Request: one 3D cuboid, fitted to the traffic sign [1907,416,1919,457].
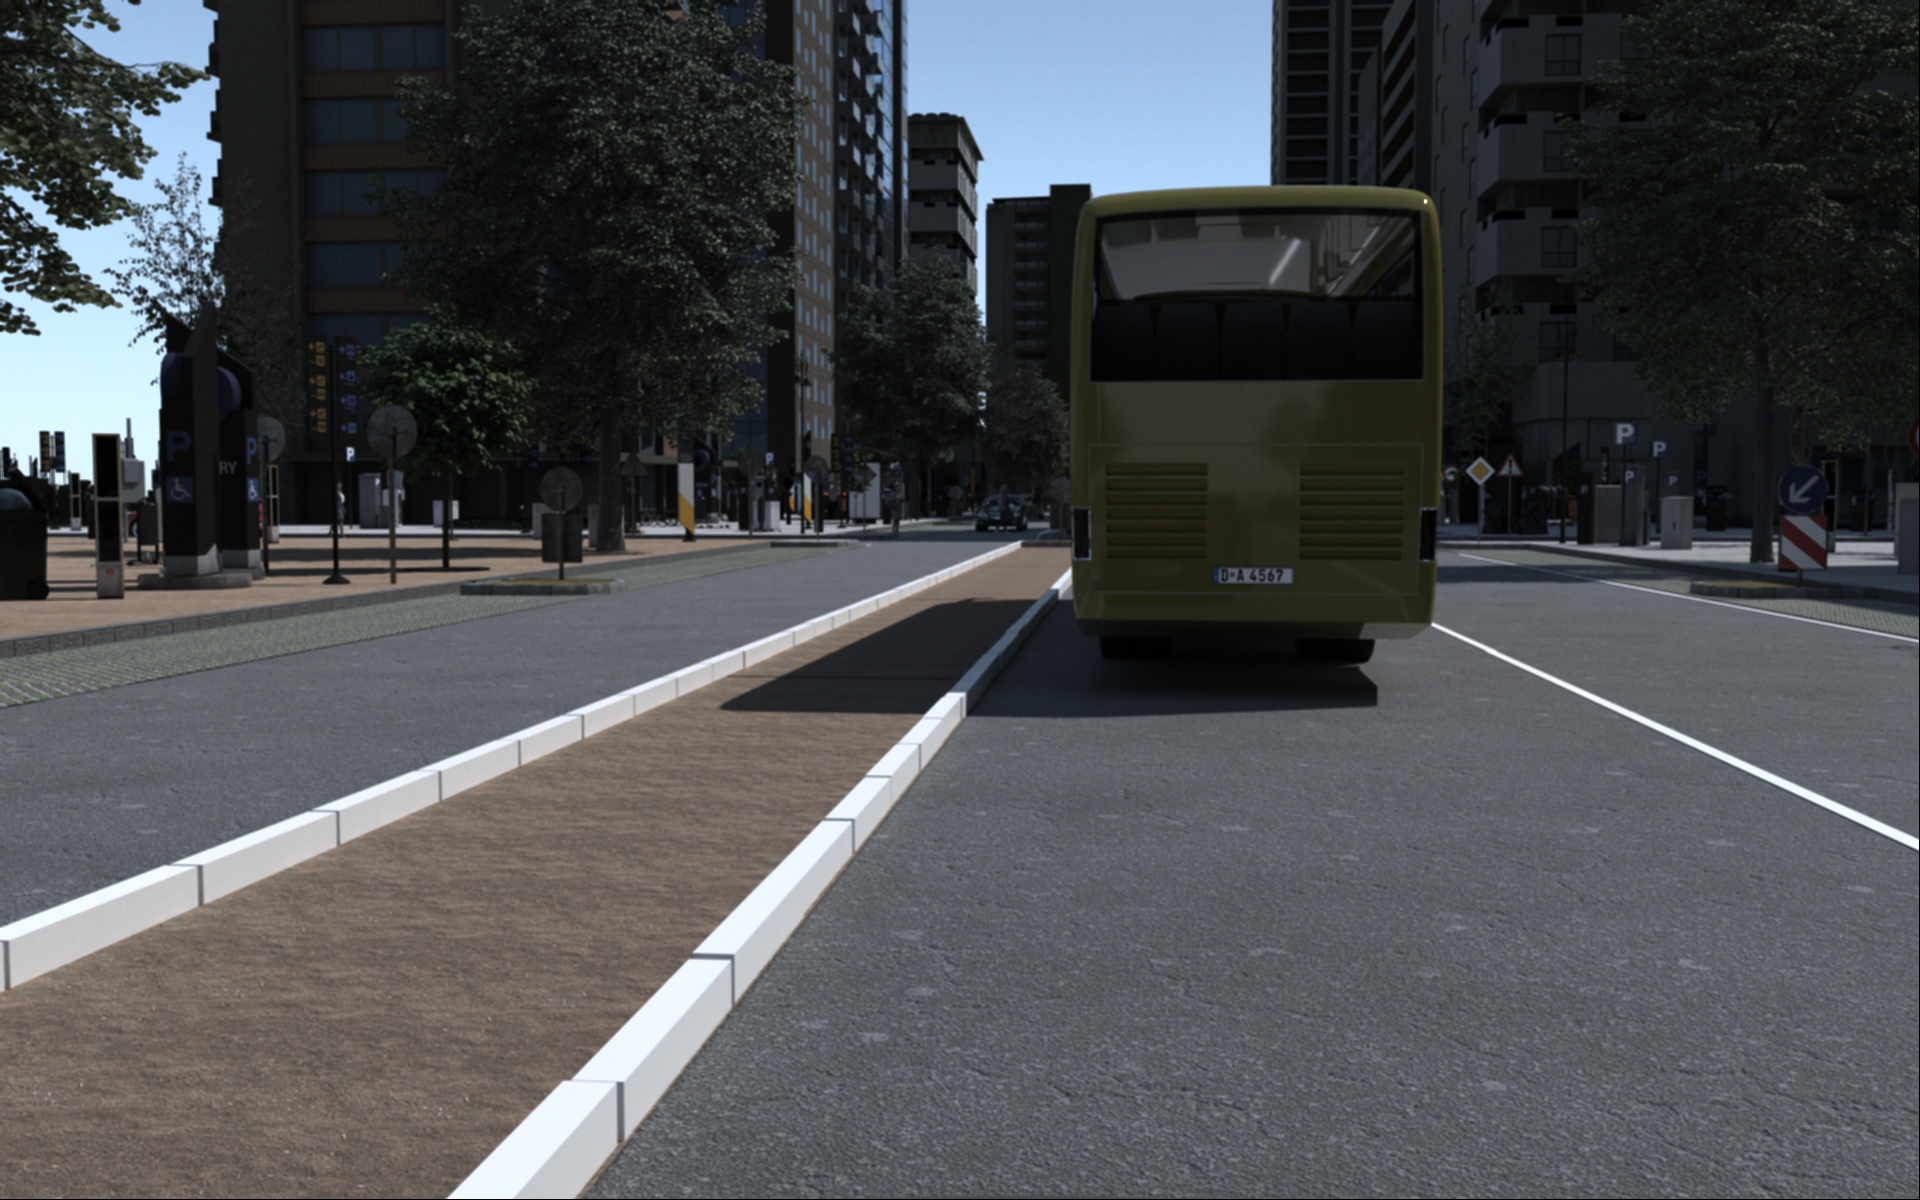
[{"bbox_3d":[14.979,-1.627,26.704,0.768,2.556,0.104,1,4,10],"label":"traffic sign"}]

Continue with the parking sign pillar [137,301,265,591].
[{"bbox_3d":[-10.481,-2.150,23.619,1.447,3.967,1.447,-1,4,-9],"label":"parking sign pillar"}]

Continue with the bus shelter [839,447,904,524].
[{"bbox_3d":[-3.859,-5.056,76.597,2.014,3.302,5.546,0,4,6],"label":"bus shelter"}]

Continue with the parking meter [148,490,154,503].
[{"bbox_3d":[-52.295,-6.335,111.983,0.372,1.533,0.369,0,3,0],"label":"parking meter"}]

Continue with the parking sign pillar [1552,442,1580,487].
[{"bbox_3d":[31.241,-6.169,89.334,1.447,3.967,1.447,1,4,11],"label":"parking sign pillar"}]

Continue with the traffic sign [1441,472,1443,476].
[{"bbox_3d":[14.534,-3.056,53.609,0.795,2.450,0.064,0,4,6],"label":"traffic sign"}]

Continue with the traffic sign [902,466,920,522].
[{"bbox_3d":[-2.271,-4.871,79.644,0.884,2.594,0.081,1,4,14],"label":"traffic sign"}]

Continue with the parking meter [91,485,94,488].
[{"bbox_3d":[-55.942,-6.485,111.739,0.399,1.863,0.255,3,5,41],"label":"parking meter"}]

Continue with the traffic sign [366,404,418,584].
[{"bbox_3d":[-8.090,-1.501,24.651,0.768,2.556,0.104,0,4,7],"label":"traffic sign"}]

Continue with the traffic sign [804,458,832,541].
[{"bbox_3d":[-3.898,-2.685,47.536,0.795,2.450,0.064,0,4,6],"label":"traffic sign"}]

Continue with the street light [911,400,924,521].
[{"bbox_3d":[-2.079,-6.788,83.765,0.468,5.910,1.993,0,4,6],"label":"street light"}]

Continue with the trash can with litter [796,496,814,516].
[{"bbox_3d":[-9.216,-5.621,103.291,1.055,1.170,0.624,-2,4,-24],"label":"trash can with litter"}]

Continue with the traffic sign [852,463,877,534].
[{"bbox_3d":[-3.061,-3.170,55.477,0.795,2.450,0.064,0,4,6],"label":"traffic sign"}]

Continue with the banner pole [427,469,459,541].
[{"bbox_3d":[-14.296,-3.533,47.783,0.863,3.779,0.401,-1,4,-11],"label":"banner pole"}]

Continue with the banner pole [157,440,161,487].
[{"bbox_3d":[-32.481,-4.944,70.849,0.863,3.779,0.401,2,4,25],"label":"banner pole"}]

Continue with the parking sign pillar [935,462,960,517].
[{"bbox_3d":[-0.718,-6.751,98.850,1.447,3.967,1.447,0,4,5],"label":"parking sign pillar"}]

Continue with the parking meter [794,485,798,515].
[{"bbox_3d":[-10.261,-6.253,107.948,0.255,1.863,0.399,-1,4,-9],"label":"parking meter"}]

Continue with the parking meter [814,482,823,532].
[{"bbox_3d":[-4.744,-3.203,58.075,0.255,1.863,0.399,-1,4,-17],"label":"parking meter"}]

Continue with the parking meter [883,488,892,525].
[{"bbox_3d":[-3.058,-3.936,72.766,0.372,1.533,0.369,0,3,0],"label":"parking meter"}]

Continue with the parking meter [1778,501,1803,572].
[{"bbox_3d":[13.669,-1.227,28.474,0.372,1.533,0.369,0,3,0],"label":"parking meter"}]

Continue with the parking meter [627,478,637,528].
[{"bbox_3d":[-11.632,-3.405,61.380,0.255,1.863,0.399,-2,4,-24],"label":"parking meter"}]

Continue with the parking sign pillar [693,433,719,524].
[{"bbox_3d":[-11.255,-5.332,75.652,1.447,3.967,1.447,2,4,31],"label":"parking sign pillar"}]

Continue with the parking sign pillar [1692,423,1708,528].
[{"bbox_3d":[27.951,-4.701,65.330,1.447,3.967,1.447,1,4,21],"label":"parking sign pillar"}]

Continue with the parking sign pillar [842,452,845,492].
[{"bbox_3d":[-6.891,-7.456,110.385,1.447,3.967,1.447,-3,4,-38],"label":"parking sign pillar"}]

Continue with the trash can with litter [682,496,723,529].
[{"bbox_3d":[-9.368,-3.287,64.798,2.233,1.210,1.678,0,4,8],"label":"trash can with litter"}]

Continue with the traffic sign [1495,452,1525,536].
[{"bbox_3d":[16.945,-3.264,53.378,0.884,2.594,0.081,1,4,12],"label":"traffic sign"}]

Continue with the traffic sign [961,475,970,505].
[{"bbox_3d":[0.278,-7.094,116.092,0.768,2.556,0.104,1,4,11],"label":"traffic sign"}]

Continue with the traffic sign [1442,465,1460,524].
[{"bbox_3d":[21.181,-4.561,74.680,0.768,2.556,0.104,1,4,13],"label":"traffic sign"}]

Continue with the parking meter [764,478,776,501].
[{"bbox_3d":[-7.116,-3.615,64.816,0.399,1.863,0.255,-3,5,-40],"label":"parking meter"}]

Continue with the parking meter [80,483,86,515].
[{"bbox_3d":[-45.553,-5.140,89.752,0.255,1.863,0.399,1,4,18],"label":"parking meter"}]

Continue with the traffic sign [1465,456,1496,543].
[{"bbox_3d":[13.697,-2.570,45.668,0.795,2.450,0.064,0,4,6],"label":"traffic sign"}]

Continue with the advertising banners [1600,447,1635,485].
[{"bbox_3d":[24.702,-4.219,65.164,2.074,3.025,0.090,-2,4,-33],"label":"advertising banners"}]

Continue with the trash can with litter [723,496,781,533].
[{"bbox_3d":[-6.893,-2.910,58.643,1.678,1.210,2.233,0,4,2],"label":"trash can with litter"}]

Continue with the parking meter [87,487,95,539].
[{"bbox_3d":[-24.638,-2.502,49.315,0.372,1.533,0.369,0,3,0],"label":"parking meter"}]

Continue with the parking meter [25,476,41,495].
[{"bbox_3d":[-13.475,-1.017,25.038,0.372,1.533,0.369,0,3,0],"label":"parking meter"}]

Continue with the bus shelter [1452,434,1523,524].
[{"bbox_3d":[21.412,-4.842,70.447,1.731,3.624,6.357,0,4,6],"label":"bus shelter"}]

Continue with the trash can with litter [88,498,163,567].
[{"bbox_3d":[-15.036,-1.239,31.310,1.678,1.210,2.233,1,4,11],"label":"trash can with litter"}]

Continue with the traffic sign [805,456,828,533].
[{"bbox_3d":[-4.764,-3.502,57.364,0.768,2.556,0.104,1,4,9],"label":"traffic sign"}]

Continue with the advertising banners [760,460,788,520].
[{"bbox_3d":[-9.386,-5.520,86.435,0.090,3.025,2.074,-3,5,-43],"label":"advertising banners"}]

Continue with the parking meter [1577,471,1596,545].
[{"bbox_3d":[15.841,-2.331,43.830,0.255,1.863,0.399,-3,5,-41],"label":"parking meter"}]

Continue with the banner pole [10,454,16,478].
[{"bbox_3d":[-58.646,-7.166,107.174,0.863,3.779,0.401,1,4,13],"label":"banner pole"}]

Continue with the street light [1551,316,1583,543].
[{"bbox_3d":[15.720,-4.417,45.012,0.468,5.910,1.993,0,4,6],"label":"street light"}]

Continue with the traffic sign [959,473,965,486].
[{"bbox_3d":[-0.091,-6.328,103.563,0.768,2.556,0.104,0,4,8],"label":"traffic sign"}]

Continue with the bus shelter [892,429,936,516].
[{"bbox_3d":[-2.628,-7.630,102.377,2.179,5.291,8.768,0,4,6],"label":"bus shelter"}]

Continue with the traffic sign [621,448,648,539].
[{"bbox_3d":[-9.281,-3.007,49.165,0.884,2.594,0.081,0,4,7],"label":"traffic sign"}]

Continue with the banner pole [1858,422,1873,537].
[{"bbox_3d":[27.092,-3.773,51.699,0.401,3.779,0.863,2,4,26],"label":"banner pole"}]

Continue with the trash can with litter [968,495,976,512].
[{"bbox_3d":[1.128,-7.020,125.837,2.233,1.210,1.678,1,4,11],"label":"trash can with litter"}]

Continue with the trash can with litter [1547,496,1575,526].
[{"bbox_3d":[24.055,-3.630,70.406,2.233,1.210,1.678,1,4,15],"label":"trash can with litter"}]

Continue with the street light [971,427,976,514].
[{"bbox_3d":[0.849,-8.495,111.676,0.468,5.910,1.993,0,4,6],"label":"street light"}]

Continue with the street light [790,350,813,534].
[{"bbox_3d":[-5.088,-5.081,55.863,0.468,5.910,1.993,0,4,6],"label":"street light"}]

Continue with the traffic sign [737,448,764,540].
[{"bbox_3d":[-5.854,-2.953,48.393,0.768,2.556,0.104,1,4,10],"label":"traffic sign"}]
